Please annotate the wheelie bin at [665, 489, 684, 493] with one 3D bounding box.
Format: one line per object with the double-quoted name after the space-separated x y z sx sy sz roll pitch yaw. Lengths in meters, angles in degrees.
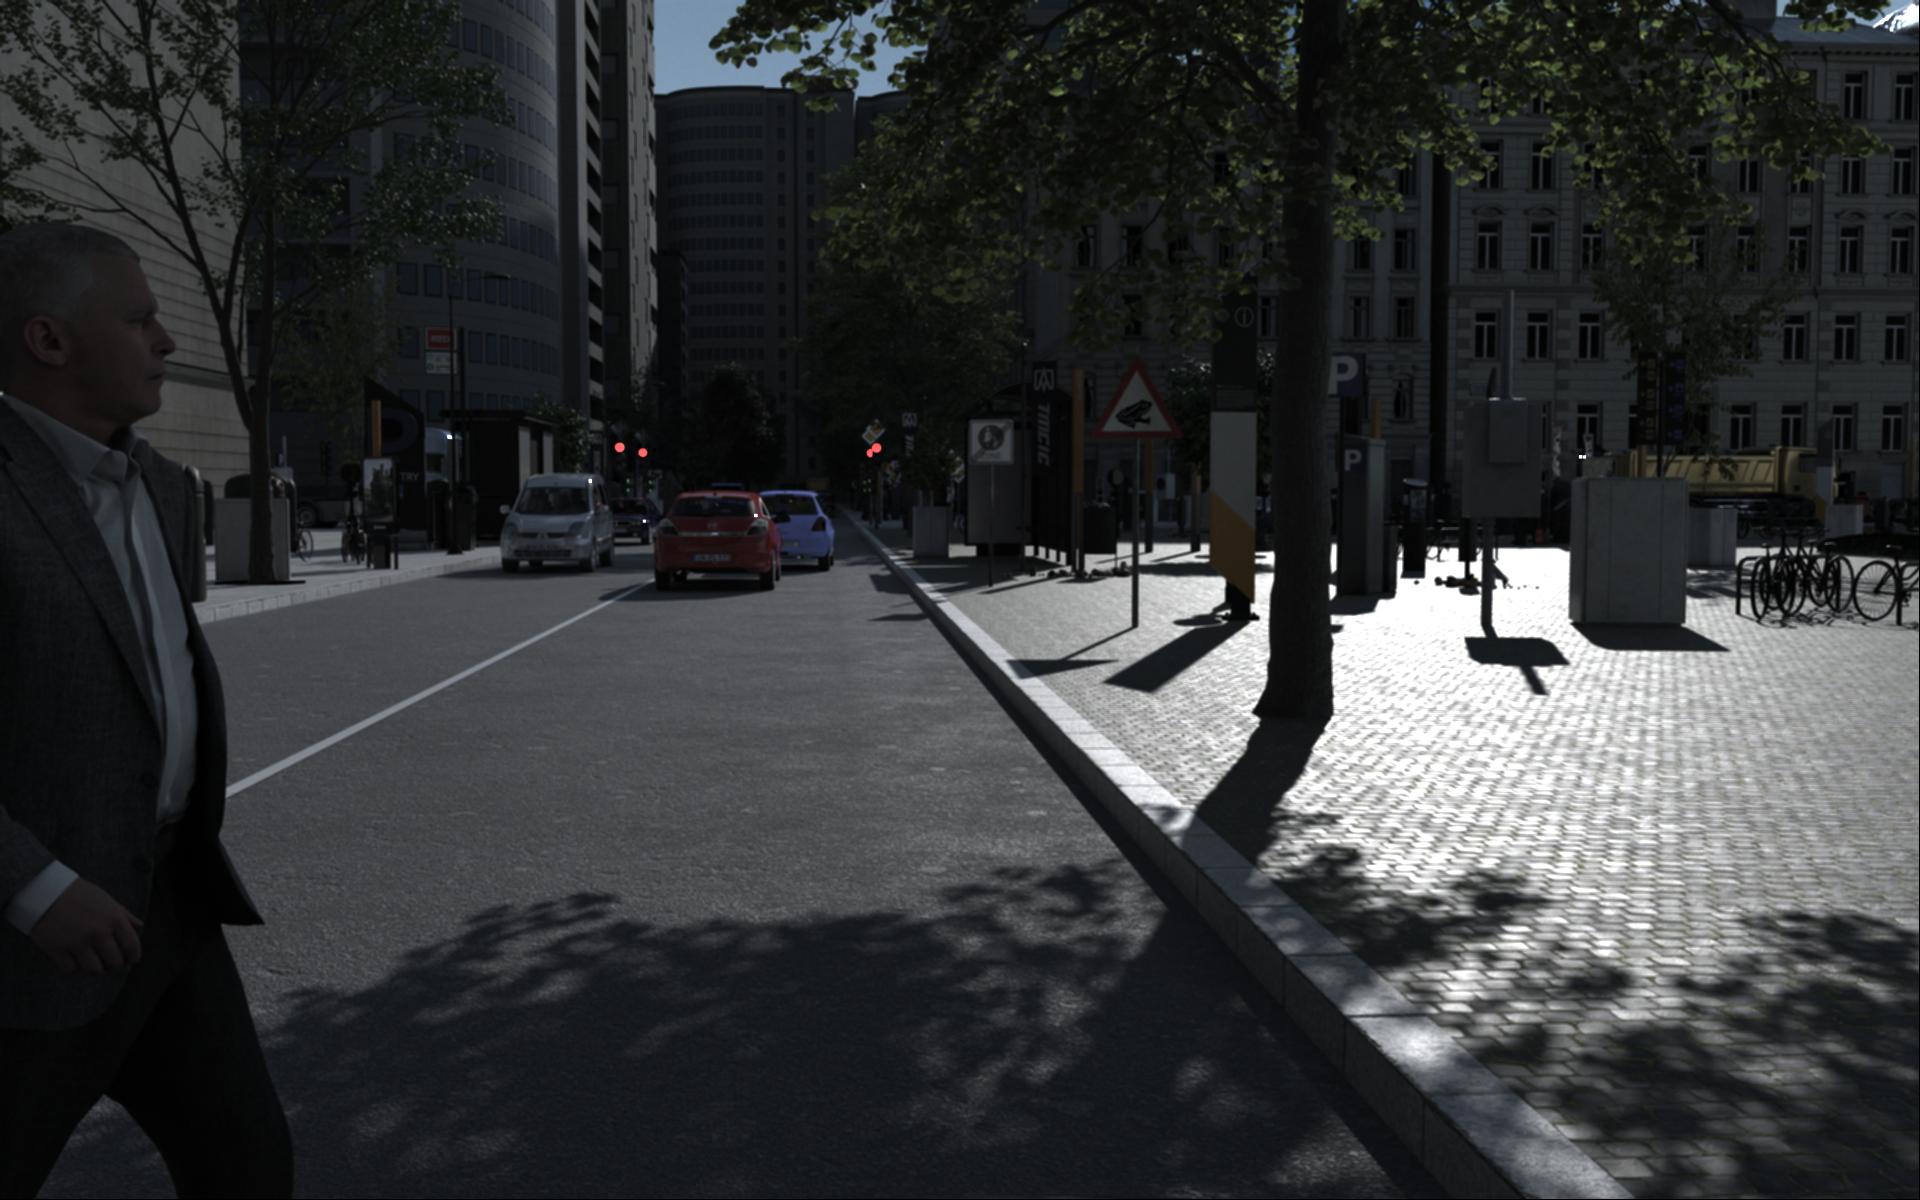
-15.000 -4.986 89.427 0.980 1.594 0.693 -3 5 -43 "wheelie bin"

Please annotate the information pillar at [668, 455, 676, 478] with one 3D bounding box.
-17.344 -6.912 104.365 0.183 3.616 0.504 3 5 45 "information pillar"

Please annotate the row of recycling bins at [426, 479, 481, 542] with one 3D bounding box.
-13.916 -2.482 47.693 1.069 1.692 3.534 0 4 -3 "row of recycling bins"

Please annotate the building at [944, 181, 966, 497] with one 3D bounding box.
5.440 -23.542 156.615 14.160 30.474 14.107 0 4 -4 "building"

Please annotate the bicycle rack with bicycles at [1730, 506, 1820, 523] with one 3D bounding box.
22.980 -2.213 49.561 2.925 0.926 2.852 -1 4 -20 "bicycle rack with bicycles"

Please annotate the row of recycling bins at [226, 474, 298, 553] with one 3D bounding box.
-14.829 -1.809 36.693 1.069 1.692 3.534 -1 4 -10 "row of recycling bins"

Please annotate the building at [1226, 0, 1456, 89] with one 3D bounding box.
45.580 -54.670 206.518 31.000 86.520 22.319 0 4 -4 "building"

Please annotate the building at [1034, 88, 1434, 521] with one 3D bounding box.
13.009 -14.449 85.385 18.267 20.994 9.793 0 4 -4 "building"

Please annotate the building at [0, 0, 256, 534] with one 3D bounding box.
-42.772 -16.330 43.414 44.131 29.872 17.030 0 4 -4 "building"

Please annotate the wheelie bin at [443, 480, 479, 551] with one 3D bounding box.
-11.326 -1.925 39.378 0.693 1.594 0.980 0 4 -4 "wheelie bin"

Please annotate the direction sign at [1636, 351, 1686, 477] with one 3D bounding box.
11.177 -2.183 27.682 0.876 3.537 0.379 -1 4 -17 "direction sign"

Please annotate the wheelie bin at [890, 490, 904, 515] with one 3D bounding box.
-3.817 -5.879 104.036 0.980 1.594 0.693 3 5 42 "wheelie bin"

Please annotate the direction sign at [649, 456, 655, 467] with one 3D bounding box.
-18.581 -6.874 104.379 0.379 3.537 0.876 -2 4 -34 "direction sign"

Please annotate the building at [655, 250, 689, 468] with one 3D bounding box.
-39.372 -26.518 205.270 14.107 30.474 14.160 0 4 -4 "building"

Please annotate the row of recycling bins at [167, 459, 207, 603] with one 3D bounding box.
-9.516 -0.742 19.243 1.069 1.692 3.534 0 4 2 "row of recycling bins"

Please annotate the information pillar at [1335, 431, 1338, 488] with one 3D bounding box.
14.008 -4.459 64.257 0.183 3.616 0.504 0 4 -2 "information pillar"

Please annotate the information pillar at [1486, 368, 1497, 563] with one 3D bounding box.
9.789 -2.484 31.972 0.183 3.616 0.504 2 4 28 "information pillar"

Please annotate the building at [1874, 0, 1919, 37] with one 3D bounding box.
57.135 -18.609 90.169 20.117 28.700 13.634 0 4 -4 "building"

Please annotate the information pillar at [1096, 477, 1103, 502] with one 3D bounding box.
6.115 -4.362 75.809 0.304 2.012 0.304 0 4 2 "information pillar"

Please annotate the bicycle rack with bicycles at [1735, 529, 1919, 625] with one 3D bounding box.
9.303 -0.293 18.178 2.925 0.926 2.852 -2 4 -29 "bicycle rack with bicycles"

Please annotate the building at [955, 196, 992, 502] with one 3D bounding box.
6.196 -20.698 135.670 12.463 27.353 25.104 0 4 -4 "building"

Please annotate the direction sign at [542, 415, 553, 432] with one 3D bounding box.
-11.897 -3.532 49.744 0.379 3.537 0.876 1 4 13 "direction sign"

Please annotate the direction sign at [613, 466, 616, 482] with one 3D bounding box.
-28.296 -9.168 141.886 0.379 3.537 0.876 -2 4 -27 "direction sign"

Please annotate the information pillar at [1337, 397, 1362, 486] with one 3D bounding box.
6.972 -2.410 30.757 0.183 3.616 0.504 -1 4 -20 "information pillar"

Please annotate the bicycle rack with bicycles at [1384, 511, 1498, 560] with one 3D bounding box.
9.261 -1.305 34.718 2.925 0.926 2.852 -2 4 -34 "bicycle rack with bicycles"

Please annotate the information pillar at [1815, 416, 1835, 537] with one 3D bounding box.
26.069 -3.720 52.174 0.183 3.616 0.504 -3 5 -41 "information pillar"

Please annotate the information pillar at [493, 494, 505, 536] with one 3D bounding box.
-13.658 -2.865 51.337 0.304 2.012 0.304 0 4 -4 "information pillar"

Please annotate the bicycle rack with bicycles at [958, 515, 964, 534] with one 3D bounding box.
1.555 -2.547 55.029 2.852 0.926 2.925 -2 4 -24 "bicycle rack with bicycles"

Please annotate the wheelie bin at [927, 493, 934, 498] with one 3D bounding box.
-2.164 -7.463 129.925 0.693 1.594 0.980 1 4 20 "wheelie bin"

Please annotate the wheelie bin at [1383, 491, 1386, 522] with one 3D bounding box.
17.743 -4.042 73.988 0.693 1.594 0.980 -3 5 -42 "wheelie bin"

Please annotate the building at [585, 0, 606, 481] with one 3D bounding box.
-39.056 -30.995 130.478 21.300 48.544 21.600 0 4 -4 "building"

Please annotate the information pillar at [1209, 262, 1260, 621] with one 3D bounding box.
2.783 -1.602 17.545 0.504 3.616 0.183 -1 4 -15 "information pillar"

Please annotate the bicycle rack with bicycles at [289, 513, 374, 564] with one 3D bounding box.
-11.860 -1.178 32.650 2.852 0.926 2.925 0 4 -4 "bicycle rack with bicycles"

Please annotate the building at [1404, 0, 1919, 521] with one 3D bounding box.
34.634 -17.777 87.910 25.104 27.353 12.463 0 4 -4 "building"

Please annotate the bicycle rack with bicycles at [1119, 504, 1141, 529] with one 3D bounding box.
5.162 -3.069 63.556 2.925 0.926 2.852 -3 5 -45 "bicycle rack with bicycles"

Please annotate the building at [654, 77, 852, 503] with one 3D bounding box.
-29.220 -43.143 247.391 28.212 58.520 21.231 0 4 -4 "building"

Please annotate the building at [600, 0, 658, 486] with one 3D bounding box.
-42.217 -34.767 157.682 28.713 52.752 27.495 0 4 -4 "building"

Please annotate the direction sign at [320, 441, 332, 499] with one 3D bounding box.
-27.120 -5.027 74.194 0.379 3.537 0.876 1 4 10 "direction sign"

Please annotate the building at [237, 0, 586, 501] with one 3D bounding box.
-32.496 -33.643 92.067 21.231 58.520 28.212 0 4 -4 "building"

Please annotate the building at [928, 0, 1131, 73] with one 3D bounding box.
7.179 -38.874 177.595 21.231 58.520 28.212 0 4 -4 "building"

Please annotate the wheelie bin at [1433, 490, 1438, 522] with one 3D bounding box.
20.335 -4.120 75.263 0.693 1.594 0.980 -2 4 -26 "wheelie bin"

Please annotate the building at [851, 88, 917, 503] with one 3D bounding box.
-0.842 -43.231 248.823 28.212 58.520 21.231 0 4 -4 "building"

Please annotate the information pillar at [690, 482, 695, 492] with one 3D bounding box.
-16.052 -6.066 103.674 0.304 2.012 0.304 -2 4 -34 "information pillar"

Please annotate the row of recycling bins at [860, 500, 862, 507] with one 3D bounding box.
-6.860 -7.946 137.027 1.069 1.692 3.534 2 4 27 "row of recycling bins"

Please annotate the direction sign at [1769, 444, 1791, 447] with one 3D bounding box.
37.122 -5.304 78.721 0.876 3.537 0.379 -1 4 -12 "direction sign"

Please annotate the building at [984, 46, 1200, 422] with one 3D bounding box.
9.187 -19.804 111.185 14.401 28.519 23.554 0 4 -4 "building"

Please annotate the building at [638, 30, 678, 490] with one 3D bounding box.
-40.536 -45.460 181.528 20.563 71.187 20.611 0 4 -4 "building"
